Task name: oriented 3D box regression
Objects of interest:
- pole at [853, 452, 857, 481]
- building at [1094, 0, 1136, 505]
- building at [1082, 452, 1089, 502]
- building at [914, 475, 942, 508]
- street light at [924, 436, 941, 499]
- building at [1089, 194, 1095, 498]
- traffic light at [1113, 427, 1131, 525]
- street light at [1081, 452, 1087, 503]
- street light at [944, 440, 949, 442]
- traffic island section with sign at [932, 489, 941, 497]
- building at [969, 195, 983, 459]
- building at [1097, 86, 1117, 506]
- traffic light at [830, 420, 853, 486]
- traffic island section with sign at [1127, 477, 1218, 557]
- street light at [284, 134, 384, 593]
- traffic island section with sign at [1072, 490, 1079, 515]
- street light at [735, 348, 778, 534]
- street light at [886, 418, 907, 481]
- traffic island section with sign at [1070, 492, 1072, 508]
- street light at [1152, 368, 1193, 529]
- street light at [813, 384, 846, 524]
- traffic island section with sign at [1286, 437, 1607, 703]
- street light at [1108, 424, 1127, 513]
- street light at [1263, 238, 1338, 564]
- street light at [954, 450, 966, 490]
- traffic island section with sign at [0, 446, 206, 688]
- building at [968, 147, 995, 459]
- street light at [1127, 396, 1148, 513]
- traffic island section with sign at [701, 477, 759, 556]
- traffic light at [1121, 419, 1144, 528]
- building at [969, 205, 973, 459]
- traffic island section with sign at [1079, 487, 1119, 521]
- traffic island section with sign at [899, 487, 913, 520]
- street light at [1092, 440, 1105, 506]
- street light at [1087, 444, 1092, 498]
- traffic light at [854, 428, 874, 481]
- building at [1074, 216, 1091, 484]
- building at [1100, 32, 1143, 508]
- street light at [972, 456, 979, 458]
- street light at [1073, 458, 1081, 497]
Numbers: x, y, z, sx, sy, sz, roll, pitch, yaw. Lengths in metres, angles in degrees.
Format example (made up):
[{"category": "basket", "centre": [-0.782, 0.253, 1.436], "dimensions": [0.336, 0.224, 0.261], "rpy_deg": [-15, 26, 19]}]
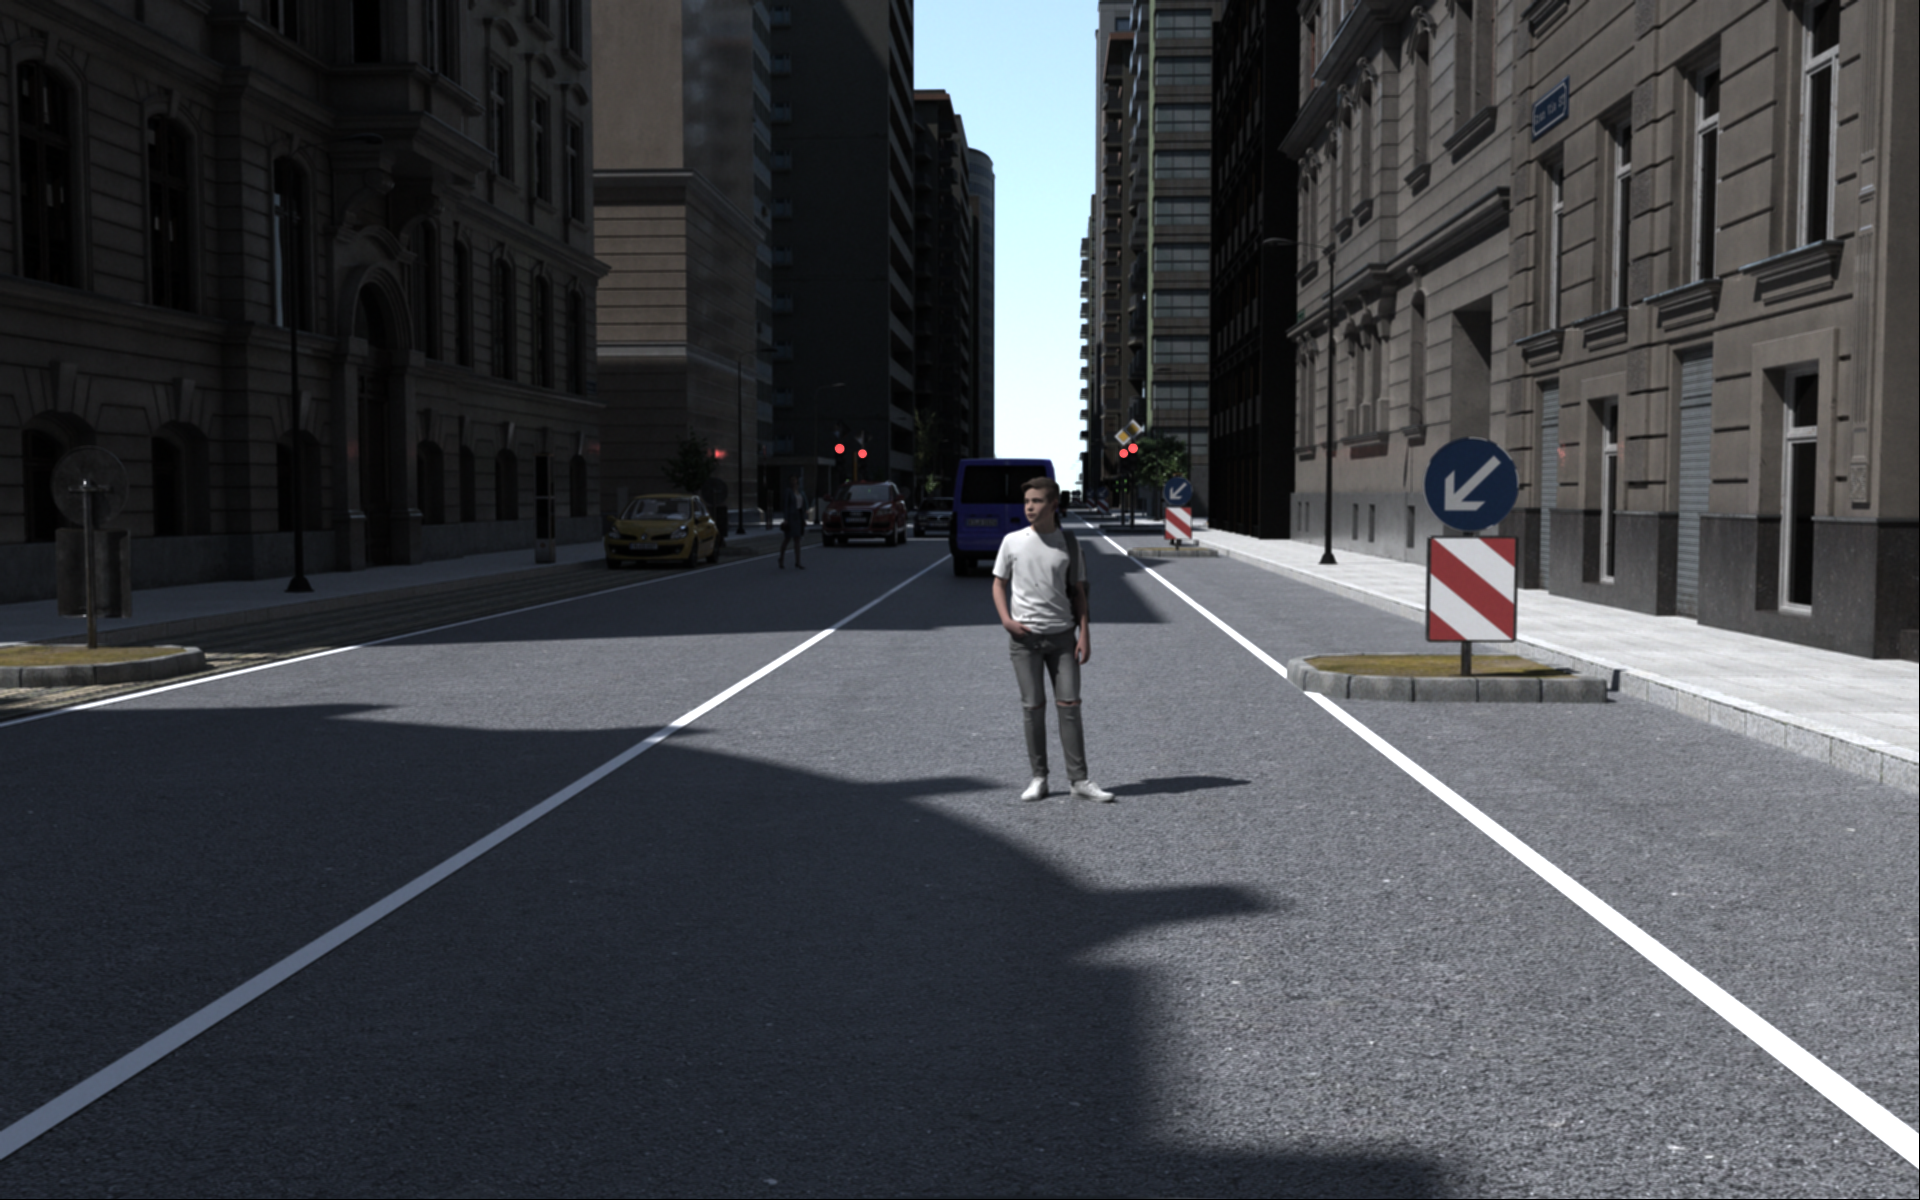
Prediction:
[{"category": "pole", "centre": [-5.034, -5.455, 83.024], "dimensions": [0.158, 3.312, 0.155], "rpy_deg": [0, 3, 0]}, {"category": "building", "centre": [26.731, -40.724, 207.840], "dimensions": [21.231, 58.520, 28.212], "rpy_deg": [0, 4, 3]}, {"category": "building", "centre": [29.862, -57.873, 258.887], "dimensions": [22.319, 86.520, 31.000], "rpy_deg": [0, 4, 3]}, {"category": "building", "centre": [-18.062, -28.691, 160.975], "dimensions": [32.217, 40.220, 23.993], "rpy_deg": [0, 4, 3]}, {"category": "street light", "centre": [-2.266, -10.111, 137.857], "dimensions": [1.470, 5.913, 1.316], "rpy_deg": [0, 4, 3]}, {"category": "building", "centre": [24.825, -33.892, 237.724], "dimensions": [14.154, 41.232, 14.086], "rpy_deg": [0, 4, 3]}, {"category": "traffic light", "centre": [6.831, -5.121, 72.650], "dimensions": [0.839, 4.253, 0.868], "rpy_deg": [0, 4, 3]}, {"category": "street light", "centre": [14.442, -13.423, 192.014], "dimensions": [1.470, 5.913, 1.316], "rpy_deg": [0, 4, 3]}, {"category": "street light", "centre": [-1.647, -10.830, 149.611], "dimensions": [1.470, 5.913, 1.316], "rpy_deg": [0, 4, 3]}, {"category": "traffic island section with sign", "centre": [-1.625, -6.937, 122.049], "dimensions": [1.989, 1.847, 2.006], "rpy_deg": [0, 4, 3]}, {"category": "building", "centre": [-3.873, -36.856, 252.704], "dimensions": [14.600, 45.320, 14.200], "rpy_deg": [0, 4, 3]}, {"category": "building", "centre": [22.210, -32.807, 186.508], "dimensions": [14.600, 45.320, 14.200], "rpy_deg": [0, 4, 3]}, {"category": "traffic light", "centre": [-4.474, -4.666, 65.212], "dimensions": [0.839, 4.253, 0.868], "rpy_deg": [0, 4, 3]}, {"category": "traffic island section with sign", "centre": [4.884, -1.927, 40.130], "dimensions": [1.989, 1.847, 2.006], "rpy_deg": [0, 4, 3]}, {"category": "street light", "centre": [-8.125, -3.056, 22.509], "dimensions": [1.470, 5.913, 1.316], "rpy_deg": [0, 4, 3]}, {"category": "traffic island section with sign", "centre": [9.017, -6.899, 121.429], "dimensions": [1.989, 1.847, 2.006], "rpy_deg": [0, 4, 3]}, {"category": "street light", "centre": [-6.481, -5.059, 55.250], "dimensions": [1.470, 5.913, 1.316], "rpy_deg": [0, 4, 3]}, {"category": "street light", "centre": [-3.927, -8.115, 105.220], "dimensions": [1.470, 5.913, 1.316], "rpy_deg": [0, 4, 3]}, {"category": "traffic island section with sign", "centre": [11.607, -10.000, 172.127], "dimensions": [1.989, 1.847, 2.006], "rpy_deg": [0, 4, 3]}, {"category": "street light", "centre": [7.877, -5.574, 63.674], "dimensions": [1.470, 5.913, 1.316], "rpy_deg": [0, 4, 3]}, {"category": "street light", "centre": [-5.517, -6.154, 73.152], "dimensions": [1.470, 5.913, 1.316], "rpy_deg": [0, 4, 3]}, {"category": "traffic island section with sign", "centre": [3.493, -0.259, 12.856], "dimensions": [1.989, 1.847, 2.006], "rpy_deg": [0, 4, 3]}, {"category": "street light", "centre": [10.518, -8.699, 114.776], "dimensions": [1.470, 5.913, 1.316], "rpy_deg": [0, 4, 3]}, {"category": "street light", "centre": [6.209, -3.613, 31.610], "dimensions": [1.470, 5.913, 1.316], "rpy_deg": [0, 4, 3]}, {"category": "street light", "centre": [-0.077, -12.796, 181.754], "dimensions": [1.470, 5.913, 1.316], "rpy_deg": [0, 4, 3]}, {"category": "traffic island section with sign", "centre": [-7.149, -0.306, 13.639], "dimensions": [1.989, 1.847, 2.006], "rpy_deg": [0, 4, 3]}, {"category": "building", "centre": [-5.139, -45.706, 289.297], "dimensions": [21.231, 58.520, 28.212], "rpy_deg": [0, 4, 3]}, {"category": "street light", "centre": [8.829, -6.713, 82.305], "dimensions": [1.470, 5.913, 1.316], "rpy_deg": [0, 4, 3]}, {"category": "traffic island section with sign", "centre": [-5.784, -1.953, 40.560], "dimensions": [1.989, 1.847, 2.006], "rpy_deg": [0, 4, 3]}, {"category": "traffic light", "centre": [6.424, -4.633, 64.675], "dimensions": [0.839, 4.253, 0.868], "rpy_deg": [0, 4, 3]}, {"category": "building", "centre": [-5.550, -33.956, 238.779], "dimensions": [14.154, 41.232, 14.086], "rpy_deg": [0, 4, 3]}, {"category": "traffic island section with sign", "centre": [7.655, -5.253, 94.508], "dimensions": [1.989, 1.847, 2.006], "rpy_deg": [0, 4, 3]}, {"category": "traffic island section with sign", "centre": [-3.009, -5.267, 94.747], "dimensions": [1.989, 1.847, 2.006], "rpy_deg": [0, 4, 3]}, {"category": "street light", "centre": [12.225, -10.708, 147.619], "dimensions": [1.470, 5.913, 1.316], "rpy_deg": [0, 4, 3]}, {"category": "street light", "centre": [12.700, -11.412, 159.123], "dimensions": [1.470, 5.913, 1.316], "rpy_deg": [0, 4, 3]}, {"category": "traffic light", "centre": [-4.067, -5.154, 73.187], "dimensions": [0.839, 4.253, 0.868], "rpy_deg": [0, 4, 3]}, {"category": "building", "centre": [31.286, -41.044, 290.669], "dimensions": [23.786, 49.044, 30.456], "rpy_deg": [0, 4, 3]}, {"category": "building", "centre": [24.645, -31.156, 164.028], "dimensions": [22.147, 44.769, 28.867], "rpy_deg": [0, 4, 3]}, {"category": "street light", "centre": [1.719, -14.760, 213.866], "dimensions": [1.470, 5.913, 1.316], "rpy_deg": [0, 4, 3]}, {"category": "street light", "centre": [16.909, -16.508, 242.450], "dimensions": [1.470, 5.913, 1.316], "rpy_deg": [0, 4, 3]}]
